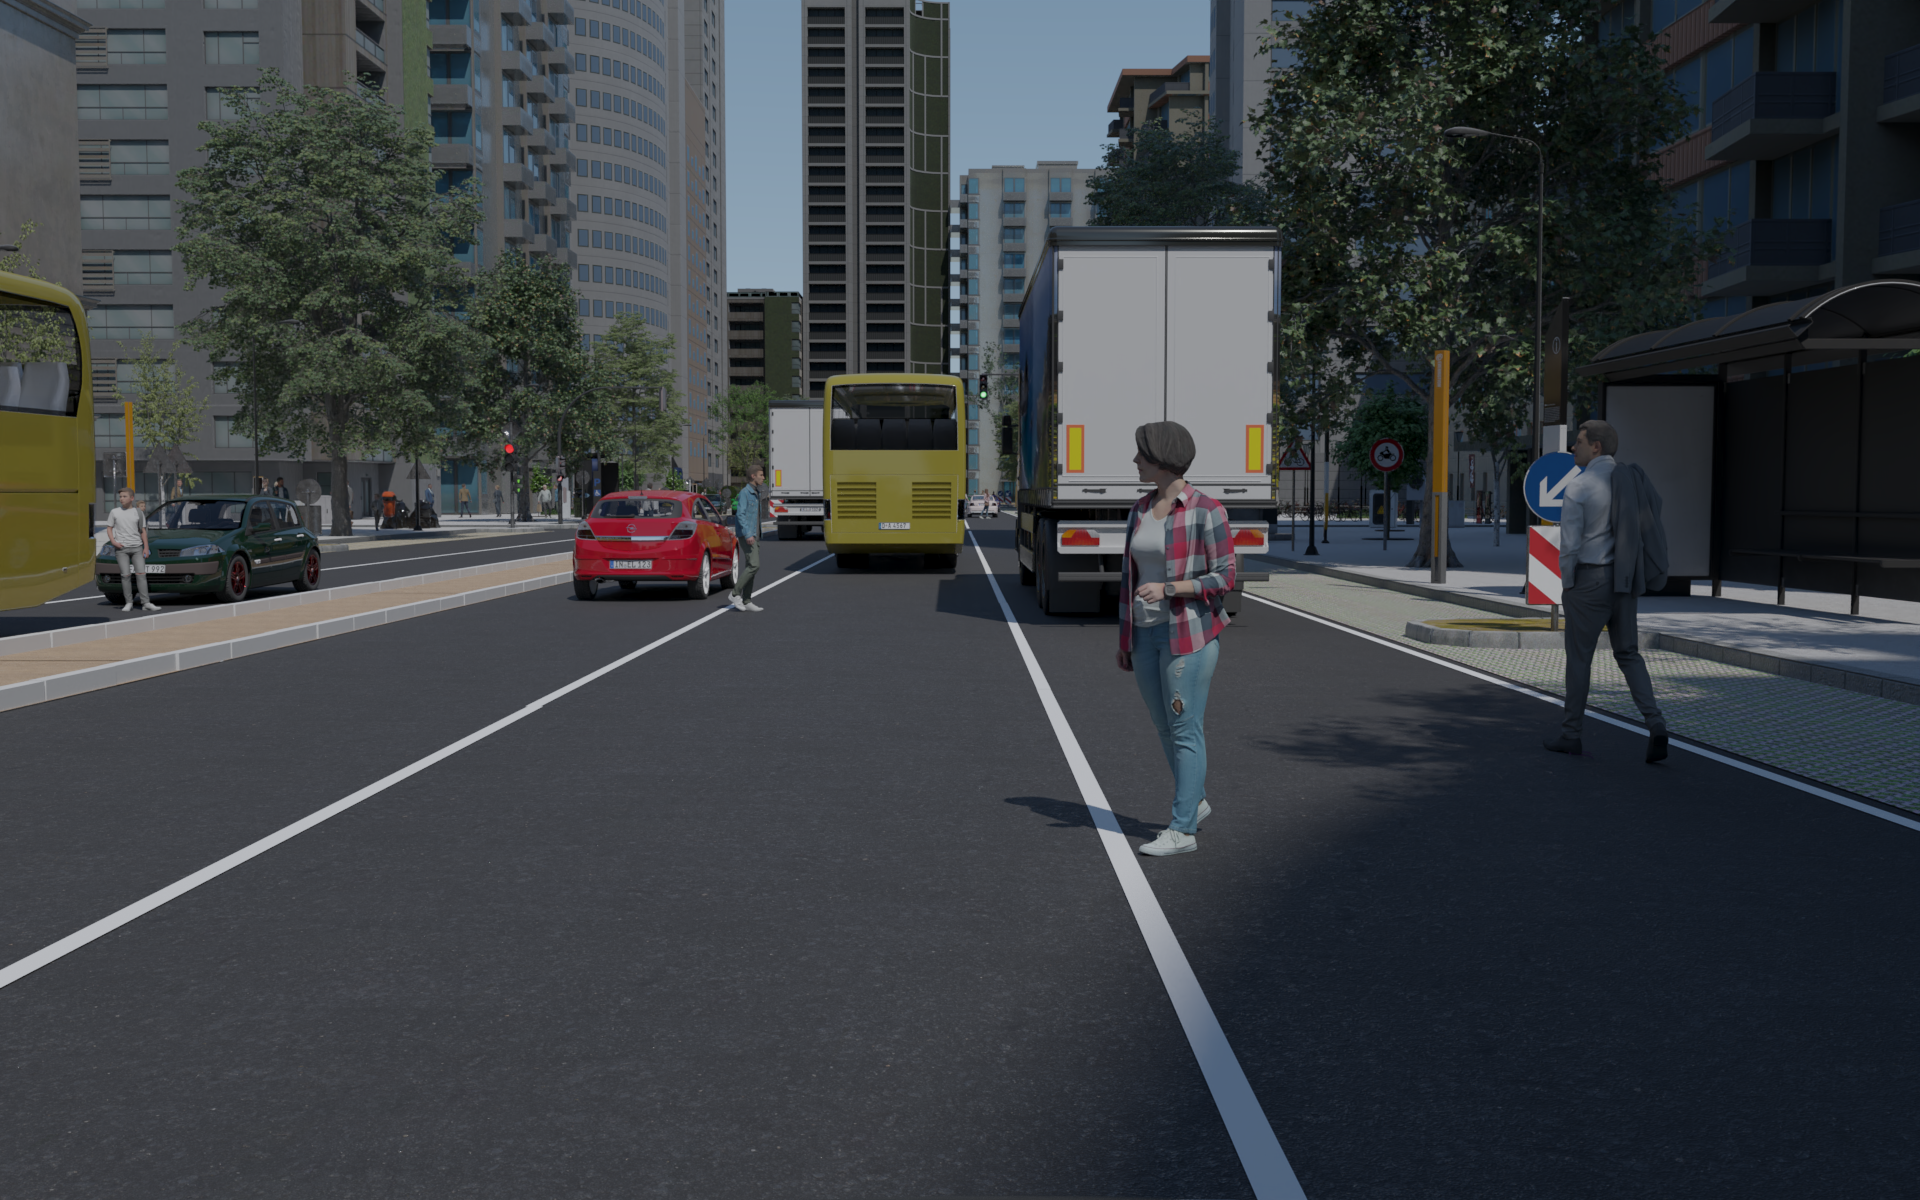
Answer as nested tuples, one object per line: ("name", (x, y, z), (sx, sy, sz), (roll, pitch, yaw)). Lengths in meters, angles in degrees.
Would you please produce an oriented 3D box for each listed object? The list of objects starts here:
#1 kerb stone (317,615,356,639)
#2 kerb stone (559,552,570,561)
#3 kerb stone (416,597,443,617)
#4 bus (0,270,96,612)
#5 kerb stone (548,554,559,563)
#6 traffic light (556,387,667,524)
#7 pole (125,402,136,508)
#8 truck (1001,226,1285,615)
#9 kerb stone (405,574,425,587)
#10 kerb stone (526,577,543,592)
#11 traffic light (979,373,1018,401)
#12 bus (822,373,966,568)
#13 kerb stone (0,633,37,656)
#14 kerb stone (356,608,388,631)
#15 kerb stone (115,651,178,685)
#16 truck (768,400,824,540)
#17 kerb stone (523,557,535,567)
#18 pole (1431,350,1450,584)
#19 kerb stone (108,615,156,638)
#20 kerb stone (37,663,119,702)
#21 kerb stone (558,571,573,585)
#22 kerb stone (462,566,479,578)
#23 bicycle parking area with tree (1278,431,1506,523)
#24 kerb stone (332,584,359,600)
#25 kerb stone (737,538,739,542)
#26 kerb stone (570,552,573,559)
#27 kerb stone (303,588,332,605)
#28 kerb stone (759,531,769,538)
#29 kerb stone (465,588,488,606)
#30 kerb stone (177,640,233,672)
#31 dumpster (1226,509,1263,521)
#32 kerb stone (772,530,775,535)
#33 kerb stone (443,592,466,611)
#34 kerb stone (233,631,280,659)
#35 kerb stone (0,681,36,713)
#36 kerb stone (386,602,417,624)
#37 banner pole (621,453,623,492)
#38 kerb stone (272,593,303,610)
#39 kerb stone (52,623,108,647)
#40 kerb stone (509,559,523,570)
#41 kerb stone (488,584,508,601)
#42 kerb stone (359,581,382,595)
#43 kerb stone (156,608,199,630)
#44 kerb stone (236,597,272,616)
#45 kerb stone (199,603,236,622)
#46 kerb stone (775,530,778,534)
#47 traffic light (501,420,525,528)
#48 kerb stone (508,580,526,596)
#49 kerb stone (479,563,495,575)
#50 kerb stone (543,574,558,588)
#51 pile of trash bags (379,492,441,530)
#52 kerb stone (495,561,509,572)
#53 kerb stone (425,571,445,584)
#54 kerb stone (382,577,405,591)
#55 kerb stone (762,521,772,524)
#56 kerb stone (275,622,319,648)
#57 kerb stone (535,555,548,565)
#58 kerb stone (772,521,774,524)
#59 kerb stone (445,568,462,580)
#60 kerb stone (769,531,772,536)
("kerb stone", (-6.377, 0.285, 17.547), (0.120, 0.150, 1.000), (0, 4, 0))
("kerb stone", (-8.572, -0.909, 37.053), (0.120, 0.150, 1.000), (0, 4, 0))
("kerb stone", (-6.394, 0.098, 20.617), (0.120, 0.150, 1.000), (0, 4, 0))
("bus", (-10.053, -1.234, 11.724), (2.896, 3.916, 12.252), (0, 4, -1))
("kerb stone", (-8.566, -0.844, 36.031), (0.120, 0.150, 1.000), (0, 4, 0))
("traffic light", (-14.817, -6.033, 73.304), (4.771, 5.953, 1.251), (0, 4, 0))
("pole", (-18.416, -2.729, 38.460), (0.158, 3.312, 0.155), (0, 3, 0))
("truck", (2.120, -2.132, 23.768), (2.839, 4.237, 11.283), (0, 4, 0))
("kerb stone", (-8.525, -0.281, 26.784), (0.120, 0.150, 1.000), (0, 4, 0))
("kerb stone", (-6.412, -0.214, 25.729), (0.120, 0.150, 1.000), (0, 4, 0))
("traffic light", (3.096, -5.539, 65.238), (4.771, 5.953, 1.251), (0, 4, 0))
("bus", (-1.299, -2.749, 36.500), (2.896, 3.916, 12.252), (0, 4, -1))
("kerb stone", (-8.476, 0.408, 15.527), (0.120, 0.150, 1.000), (0, 4, 0))
("kerb stone", (-6.384, 0.223, 18.573), (0.120, 0.150, 1.000), (0, 4, 0))
("kerb stone", (-6.375, 0.535, 13.452), (0.120, 0.150, 1.000), (0, 4, 0))
("truck", (-4.573, -4.188, 57.394), (2.839, 4.237, 11.283), (0, 4, -1))
("kerb stone", (-8.557, -0.720, 33.968), (0.120, 0.150, 1.000), (0, 4, 0))
("pole", (6.856, -1.889, 24.721), (0.158, 3.312, 0.155), (0, 3, 0))
("kerb stone", (-8.478, 0.287, 17.576), (0.120, 0.150, 1.000), (0, 4, 0))
("kerb stone", (-6.357, 0.597, 12.430), (0.120, 0.150, 1.000), (0, 4, 0))
("kerb stone", (-6.420, -0.340, 27.781), (0.120, 0.150, 1.000), (0, 4, 0))
("kerb stone", (-8.535, -0.468, 29.862), (0.120, 0.150, 1.000), (0, 4, 0))
("bicycle parking area with tree", (21.189, -5.769, 81.325), (9.016, 4.147, 8.231), (-2, 4, -30))
("kerb stone", (-8.502, -0.093, 23.718), (0.120, 0.150, 1.000), (0, 4, 0))
("kerb stone", (-6.542, -1.846, 52.384), (0.120, 0.150, 1.000), (0, 4, 0))
("kerb stone", (-8.574, -0.970, 38.075), (0.120, 0.150, 1.000), (0, 4, 0))
("kerb stone", (-8.507, -0.030, 22.692), (0.120, 0.150, 1.000), (0, 4, 0))
("kerb stone", (-6.552, -2.157, 57.508), (0.120, 0.150, 1.000), (0, 4, 0))
("kerb stone", (-6.399, -0.029, 22.663), (0.120, 0.150, 1.000), (0, 4, 0))
("kerb stone", (-6.362, 0.472, 14.474), (0.120, 0.150, 1.000), (0, 4, 0))
("dumpster", (7.380, -2.466, 46.071), (1.264, 1.857, 1.865), (0, 3, 0))
("kerb stone", (-6.569, -2.285, 59.552), (0.120, 0.150, 1.000), (0, 4, 0))
("kerb stone", (-6.401, 0.041, 21.641), (0.120, 0.150, 1.000), (0, 4, 0))
("kerb stone", (-6.365, 0.412, 15.496), (0.120, 0.150, 1.000), (0, 4, 0))
("kerb stone", (-6.350, 0.663, 11.407), (0.120, 0.150, 1.000), (0, 4, 0))
("kerb stone", (-6.385, 0.159, 19.595), (0.120, 0.150, 1.000), (0, 4, 0))
("banner pole", (-18.829, -6.520, 96.621), (0.401, 3.779, 0.863), (-1, 4, -11))
("kerb stone", (-8.500, 0.034, 21.667), (0.120, 0.150, 1.000), (0, 4, 0))
("kerb stone", (-8.474, 0.345, 16.554), (0.120, 0.150, 1.000), (0, 4, 0))
("kerb stone", (-8.547, -0.657, 32.943), (0.120, 0.150, 1.000), (0, 4, 0))
("kerb stone", (-6.408, -0.091, 23.685), (0.120, 0.150, 1.000), (0, 4, 0))
("kerb stone", (-8.516, -0.156, 24.741), (0.120, 0.150, 1.000), (0, 4, 0))
("kerb stone", (-8.484, 0.220, 18.598), (0.120, 0.150, 1.000), (0, 4, 0))
("kerb stone", (-8.492, 0.098, 20.646), (0.120, 0.150, 1.000), (0, 4, 0))
("kerb stone", (-8.498, 0.157, 19.623), (0.120, 0.150, 1.000), (0, 4, 0))
("kerb stone", (-6.571, -2.348, 60.580), (0.120, 0.150, 1.000), (0, 4, 0))
("traffic light", (-16.873, -4.670, 65.275), (0.839, 4.253, 0.868), (0, 4, 0))
("kerb stone", (-6.412, -0.153, 24.707), (0.120, 0.150, 1.000), (0, 4, 0))
("kerb stone", (-8.537, -0.532, 30.887), (0.120, 0.150, 1.000), (0, 4, 0))
("kerb stone", (-6.421, -0.279, 26.759), (0.120, 0.150, 1.000), (0, 4, 0))
("pile of trash bags", (-20.574, -3.321, 64.059), (1.912, 1.369, 3.447), (0, 4, 2))
("kerb stone", (-8.545, -0.595, 31.921), (0.120, 0.150, 1.000), (0, 4, 0))
("kerb stone", (-8.525, -0.343, 27.812), (0.120, 0.150, 1.000), (0, 4, 0))
("kerb stone", (-8.516, -0.214, 25.763), (0.120, 0.150, 1.000), (0, 4, 0))
("kerb stone", (-8.754, -3.449, 78.588), (0.120, 0.150, 1.000), (0, 4, 0))
("kerb stone", (-6.380, 0.347, 16.517), (0.120, 0.150, 1.000), (0, 4, 0))
("kerb stone", (-8.560, -0.783, 35.000), (0.120, 0.150, 1.000), (0, 4, 0))
("kerb stone", (-8.758, -3.512, 79.610), (0.120, 0.150, 1.000), (0, 4, 0))
("kerb stone", (-8.533, -0.406, 28.834), (0.120, 0.150, 1.000), (0, 4, 0))
("kerb stone", (-6.559, -2.222, 58.530), (0.120, 0.150, 1.000), (0, 4, 0))
